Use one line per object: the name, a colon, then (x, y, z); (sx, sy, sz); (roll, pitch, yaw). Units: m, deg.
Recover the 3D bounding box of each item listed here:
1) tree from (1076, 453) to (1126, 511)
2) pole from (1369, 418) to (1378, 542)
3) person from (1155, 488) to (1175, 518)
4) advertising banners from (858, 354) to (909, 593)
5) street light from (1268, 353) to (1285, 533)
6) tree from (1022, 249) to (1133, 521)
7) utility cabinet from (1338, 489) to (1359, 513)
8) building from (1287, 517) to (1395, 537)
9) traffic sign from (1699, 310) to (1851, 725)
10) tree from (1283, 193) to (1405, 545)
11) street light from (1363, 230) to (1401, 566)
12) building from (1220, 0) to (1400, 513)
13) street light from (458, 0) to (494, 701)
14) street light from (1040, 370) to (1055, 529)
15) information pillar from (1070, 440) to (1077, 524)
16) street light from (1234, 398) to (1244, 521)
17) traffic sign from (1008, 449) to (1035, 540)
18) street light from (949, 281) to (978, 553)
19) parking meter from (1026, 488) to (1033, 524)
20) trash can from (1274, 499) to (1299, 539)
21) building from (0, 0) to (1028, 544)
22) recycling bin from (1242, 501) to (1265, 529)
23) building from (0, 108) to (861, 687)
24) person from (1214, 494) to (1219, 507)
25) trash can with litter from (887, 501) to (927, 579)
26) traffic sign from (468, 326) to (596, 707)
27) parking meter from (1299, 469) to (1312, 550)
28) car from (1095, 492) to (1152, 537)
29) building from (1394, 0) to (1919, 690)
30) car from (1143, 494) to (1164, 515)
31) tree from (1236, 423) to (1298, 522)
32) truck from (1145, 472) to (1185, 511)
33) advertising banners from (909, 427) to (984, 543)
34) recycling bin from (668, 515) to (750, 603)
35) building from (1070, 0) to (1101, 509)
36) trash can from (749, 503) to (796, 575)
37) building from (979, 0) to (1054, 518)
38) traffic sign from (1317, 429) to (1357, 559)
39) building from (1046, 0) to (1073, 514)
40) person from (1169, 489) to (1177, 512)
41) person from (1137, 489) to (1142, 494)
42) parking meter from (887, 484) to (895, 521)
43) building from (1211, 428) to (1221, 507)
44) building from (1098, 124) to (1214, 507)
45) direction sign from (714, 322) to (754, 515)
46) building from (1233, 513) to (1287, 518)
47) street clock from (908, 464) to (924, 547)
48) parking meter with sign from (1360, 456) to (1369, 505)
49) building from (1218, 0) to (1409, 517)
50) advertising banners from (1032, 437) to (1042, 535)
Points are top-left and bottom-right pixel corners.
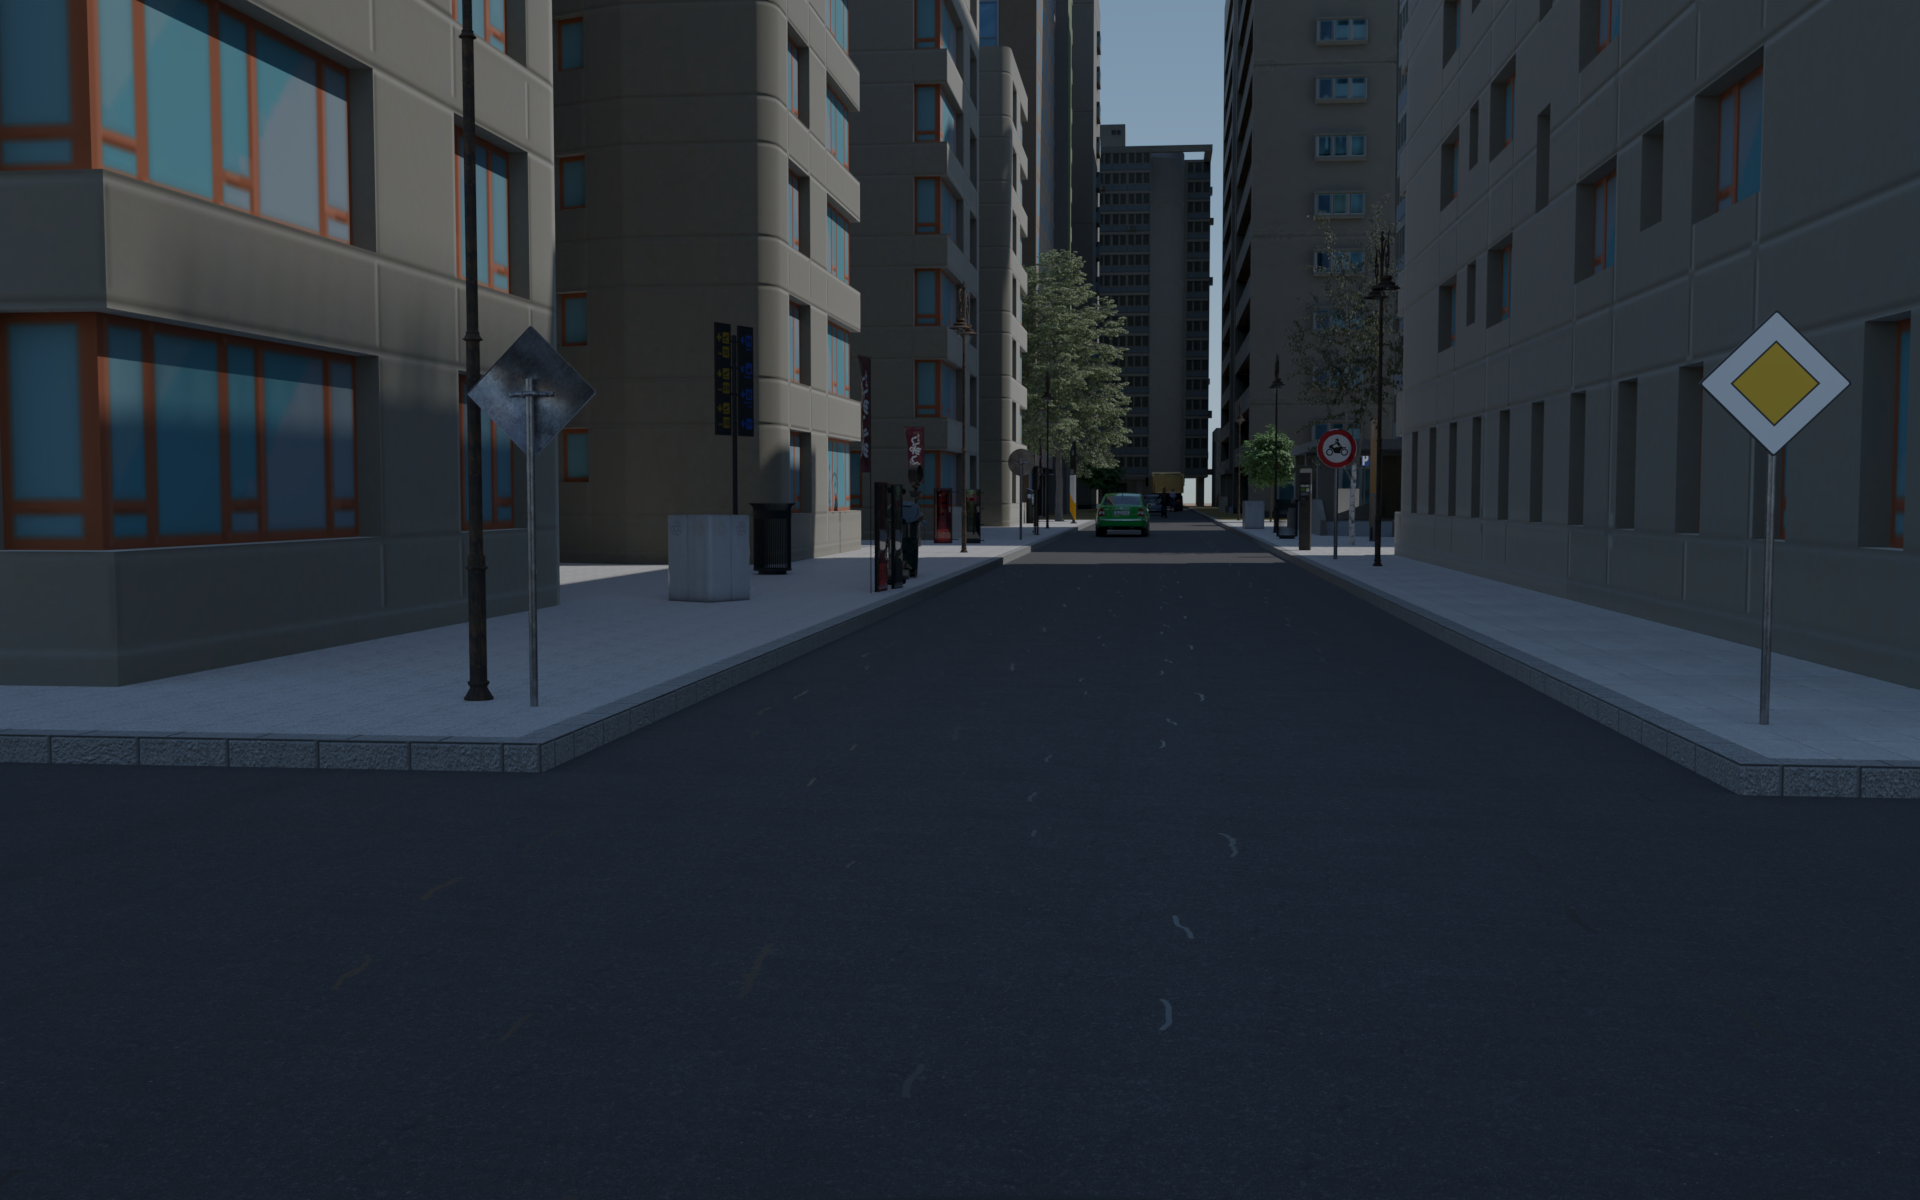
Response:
tree: (11.192, -9.192, 134.010); (4.285, 4.588, 4.351); (0, 3, 0)
pole: (11.187, -3.239, 46.797); (0.158, 3.312, 0.155); (0, 3, 0)
person: (12.297, -5.852, 104.209); (1.348, 1.821, 0.705); (-1, 4, -20)
advertising banners: (-1.030, -1.627, 22.787); (0.090, 3.025, 2.074); (1, 4, 14)
street light: (10.405, -5.151, 57.003); (0.468, 5.910, 1.993); (0, 4, 7)
tree: (4.239, -9.969, 81.115); (7.486, 12.596, 7.792); (0, 3, 0)
utility cabinet: (16.223, -3.937, 73.057); (1.173, 1.500, 0.318); (-1, 4, -15)
building: (27.861, -22.334, 57.036); (32.217, 40.220, 23.993); (0, 4, 7)
traffic sign: (4.474, -0.363, 9.579); (0.795, 2.450, 0.064); (0, 4, 7)
tree: (9.883, -5.689, 43.376); (4.360, 8.622, 3.978); (0, 3, 0)
street light: (7.420, -3.536, 30.604); (0.468, 5.910, 1.993); (0, 4, 7)
building: (33.258, -31.947, 146.033); (21.300, 48.544, 21.600); (0, 4, 7)
street light: (-3.003, -2.315, 10.630); (0.468, 5.910, 1.993); (0, 4, 7)
street light: (3.256, -5.598, 64.309); (0.468, 5.910, 1.993); (0, 4, 7)
information pillar: (4.921, -5.138, 75.363); (0.183, 3.616, 0.504); (-1, 4, -19)
street light: (13.507, -6.789, 83.795); (0.468, 5.910, 1.993); (0, 4, 7)
traffic sign: (1.705, -2.963, 48.543); (0.768, 2.556, 0.104); (1, 4, 16)
street light: (0.086, -3.974, 37.762); (0.468, 5.910, 1.993); (0, 4, 7)
parking meter: (3.066, -4.106, 75.547); (0.372, 1.533, 0.369); (0, 3, 0)
trash can: (9.386, -2.326, 49.681); (0.748, 1.137, 0.748); (0, 3, 0)
building: (-12.437, -13.345, 63.231); (27.650, 21.520, 28.899); (0, 4, 7)
recycling bin: (10.838, -3.145, 63.983); (0.722, 1.027, 0.722); (0, 4, 1)
building: (-17.680, -11.114, 26.761); (27.650, 21.520, 28.899); (0, 4, 7)
person: (24.582, -9.362, 164.834); (1.065, 1.426, 0.557); (-2, 4, -29)
trash can with litter: (-0.836, -0.918, 26.390); (0.624, 1.170, 1.055); (0, 4, 2)
traffic sign: (-2.571, -0.414, 10.408); (0.795, 2.450, 0.064); (0, 4, 7)
parking meter: (7.872, -2.065, 39.479); (0.255, 1.863, 0.399); (1, 4, 16)
car: (5.632, -3.110, 59.648); (1.959, 1.807, 4.718); (0, 4, 7)
building: (21.981, -10.744, 20.702); (28.899, 21.520, 27.650); (0, 4, 7)
car: (13.064, -6.456, 117.561); (2.014, 1.417, 4.499); (0, 4, 8)
tree: (14.098, -5.823, 78.923); (4.285, 4.588, 4.351); (0, 3, 0)
truck: (17.783, -9.370, 149.130); (3.469, 3.379, 9.791); (0, 4, 5)
advertising banners: (-0.412, -2.981, 44.922); (2.074, 3.025, 0.090); (0, 4, 1)
recycling bin: (-3.028, -0.510, 20.895); (0.722, 1.027, 0.722); (3, 4, 36)
building: (1.166, -32.190, 150.002); (21.600, 48.544, 21.300); (0, 4, 7)
trash can: (-2.998, -0.979, 27.666); (0.748, 1.137, 0.748); (0, 3, 0)
building: (-2.303, -27.060, 92.541); (14.600, 45.320, 14.200); (0, 4, 7)
traffic sign: (7.379, -2.071, 33.967); (0.768, 2.556, 0.104); (1, 4, 8)
building: (-0.480, -25.876, 106.665); (14.154, 41.232, 14.086); (0, 4, 7)
person: (16.988, -7.913, 137.745); (0.709, 1.838, 0.599); (2, 4, 32)
person: (10.819, -5.812, 104.472); (0.756, 1.711, 0.436); (-2, 4, -28)
parking meter: (-1.712, -2.062, 42.128); (0.372, 1.533, 0.369); (0, 3, 0)
building: (41.499, -52.742, 174.999); (31.000, 86.520, 22.319); (0, 4, 7)
building: (14.779, -30.143, 184.722); (23.993, 40.220, 32.217); (0, 4, 7)
direction sign: (-3.022, -1.911, 23.243); (0.379, 3.537, 0.876); (2, 4, 27)
building: (27.282, -29.170, 100.635); (21.300, 48.544, 21.600); (0, 4, 7)
street clock: (-1.076, -2.303, 42.224); (0.358, 2.002, 0.471); (1, 4, 21)
parking meter with sign: (17.785, -4.710, 73.267); (0.543, 3.016, 1.738); (-3, 5, -42)
building: (35.064, -26.379, 123.176); (32.217, 40.220, 23.993); (0, 4, 7)
advertising banners: (2.422, -3.558, 54.362); (0.090, 3.025, 2.074); (0, 4, -3)
